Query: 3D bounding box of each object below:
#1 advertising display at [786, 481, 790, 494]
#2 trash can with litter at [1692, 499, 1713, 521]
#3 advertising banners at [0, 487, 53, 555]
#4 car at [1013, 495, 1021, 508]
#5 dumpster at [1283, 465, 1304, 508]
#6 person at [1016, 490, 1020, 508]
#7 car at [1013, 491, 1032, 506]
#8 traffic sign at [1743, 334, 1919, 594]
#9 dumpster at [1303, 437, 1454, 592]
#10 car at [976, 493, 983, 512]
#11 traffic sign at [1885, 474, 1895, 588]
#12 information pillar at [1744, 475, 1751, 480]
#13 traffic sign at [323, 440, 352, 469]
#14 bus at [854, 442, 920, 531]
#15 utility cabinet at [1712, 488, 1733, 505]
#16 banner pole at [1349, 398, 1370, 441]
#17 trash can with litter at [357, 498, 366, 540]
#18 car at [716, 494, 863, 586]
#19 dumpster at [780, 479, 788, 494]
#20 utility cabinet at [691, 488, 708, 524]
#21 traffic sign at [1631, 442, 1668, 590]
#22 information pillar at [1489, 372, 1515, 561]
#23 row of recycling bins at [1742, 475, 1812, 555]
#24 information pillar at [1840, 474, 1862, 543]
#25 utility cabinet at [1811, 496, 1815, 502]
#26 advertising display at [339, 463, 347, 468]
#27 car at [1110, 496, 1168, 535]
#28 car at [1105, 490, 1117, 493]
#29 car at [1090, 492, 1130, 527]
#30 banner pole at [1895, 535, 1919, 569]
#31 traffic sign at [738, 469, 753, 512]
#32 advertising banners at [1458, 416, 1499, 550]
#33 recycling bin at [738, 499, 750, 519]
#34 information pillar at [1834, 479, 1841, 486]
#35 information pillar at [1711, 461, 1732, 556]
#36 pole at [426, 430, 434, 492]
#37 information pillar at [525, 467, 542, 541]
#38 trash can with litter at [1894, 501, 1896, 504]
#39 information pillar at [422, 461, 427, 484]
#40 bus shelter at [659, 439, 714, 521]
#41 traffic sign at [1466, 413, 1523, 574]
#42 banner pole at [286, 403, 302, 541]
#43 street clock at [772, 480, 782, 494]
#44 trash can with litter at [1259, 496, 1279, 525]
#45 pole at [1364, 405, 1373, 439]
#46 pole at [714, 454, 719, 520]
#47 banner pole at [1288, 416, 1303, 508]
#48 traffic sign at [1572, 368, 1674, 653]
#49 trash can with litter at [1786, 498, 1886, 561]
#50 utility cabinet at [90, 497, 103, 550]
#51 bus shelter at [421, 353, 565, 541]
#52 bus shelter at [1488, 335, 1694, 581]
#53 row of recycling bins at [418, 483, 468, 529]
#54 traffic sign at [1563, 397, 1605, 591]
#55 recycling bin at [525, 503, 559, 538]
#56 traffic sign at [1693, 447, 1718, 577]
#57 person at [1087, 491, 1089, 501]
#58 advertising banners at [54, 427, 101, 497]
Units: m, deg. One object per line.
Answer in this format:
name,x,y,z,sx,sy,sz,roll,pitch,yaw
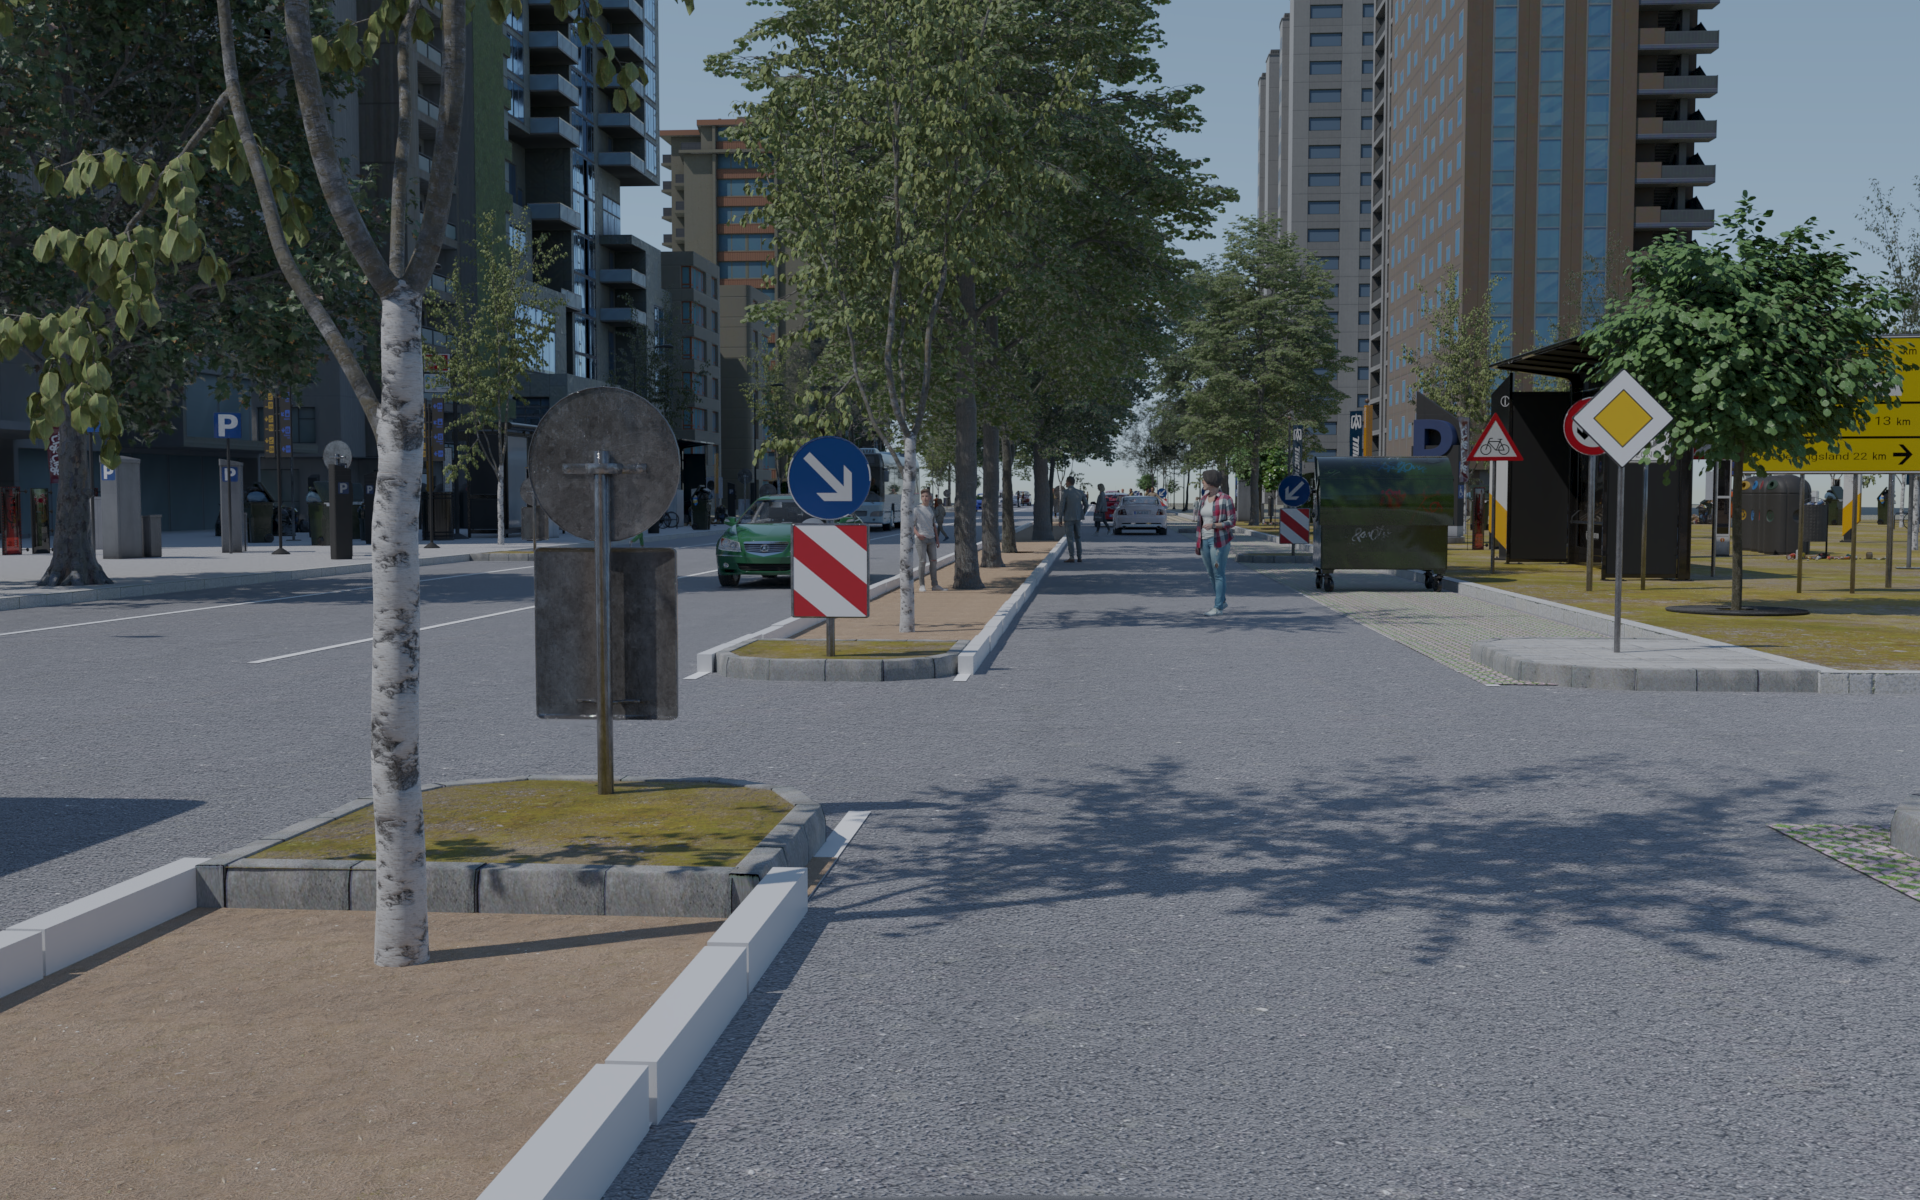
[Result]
advertising display,-8.391,-4.939,85.960,0.123,1.923,0.974,1,4,16
trash can with litter,35.576,-4.384,83.066,1.055,1.170,0.624,0,4,2
advertising banners,-19.951,-2.460,36.413,0.090,3.025,2.074,1,4,18
car,5.577,-10.627,186.108,2.083,1.381,4.827,0,4,3
dumpster,11.516,-3.326,56.868,1.502,2.255,1.985,0,4,4
person,6.108,-10.653,182.689,0.705,1.822,1.348,0,4,2
car,7.524,-12.281,209.462,2.281,1.827,5.304,0,4,6
traffic sign,11.184,-1.737,22.271,2.265,3.308,0.079,1,4,9
dumpster,6.182,-1.259,25.536,1.985,2.255,1.502,0,4,6
car,1.955,-7.940,139.405,1.945,1.707,3.694,0,4,4
traffic sign,12.702,-1.438,23.620,0.768,2.556,0.104,1,4,8
information pillar,35.887,-5.354,78.889,0.504,3.616,0.183,-3,4,-38
traffic sign,-14.750,-2.502,41.014,0.768,2.556,0.104,1,4,13
bus,-3.635,-4.617,70.354,2.948,3.499,13.247,0,4,5
utility cabinet,29.958,-3.594,67.442,1.173,1.500,0.318,0,4,3
banner pole,10.535,-3.401,45.626,0.401,3.779,0.863,-2,4,-31
trash can with litter,-16.050,-2.224,47.744,1.055,1.170,0.624,-1,4,-20
car,-2.660,-1.011,28.327,2.131,1.459,4.920,0,4,7
dumpster,-8.534,-5.264,88.565,1.502,2.255,1.985,0,4,5
utility cabinet,-11.285,-4.066,75.158,0.318,1.500,1.173,1,4,11
traffic sign,9.110,-1.279,23.037,0.606,2.300,0.079,1,4,9
information pillar,10.484,-2.577,33.495,0.183,3.616,0.504,-3,4,-37
row of recycling bins,17.884,-1.894,38.078,1.069,1.692,3.534,1,4,12
information pillar,23.582,-3.327,45.754,0.183,3.616,0.504,-2,4,-29
utility cabinet,28.700,-2.927,59.017,0.306,1.237,1.020,0,4,-6
advertising display,-12.783,-1.879,35.934,0.123,1.923,0.974,-1,4,-17
car,6.433,-3.043,62.116,2.083,1.381,4.827,0,4,4
car,15.673,-10.374,178.292,2.281,1.827,5.304,0,4,3
car,6.820,-4.115,76.318,2.155,1.783,4.494,0,4,4
banner pole,16.394,-2.427,29.702,0.401,3.779,0.863,3,5,42
traffic sign,-10.717,-5.272,86.303,0.768,2.556,0.104,1,4,9
advertising banners,11.915,-2.661,39.692,2.074,3.025,0.090,-3,5,-44
recycling bin,-10.986,-4.676,89.006,0.722,1.027,0.722,-1,4,-15
information pillar,42.329,-4.843,83.678,0.304,2.012,0.304,1,4,18
information pillar,15.736,-1.914,35.780,0.304,2.012,0.304,1,4,11
pole,-16.787,-3.732,54.860,0.158,3.312,0.155,0,3,0
information pillar,-11.652,-2.621,47.347,0.304,2.012,0.304,2,4,30
trash can with litter,45.523,-4.496,84.903,0.624,1.170,1.055,2,4,30
information pillar,-22.256,-4.916,71.735,0.183,3.616,0.504,2,4,32
bus shelter,-12.408,-5.226,76.728,1.731,3.624,6.357,0,4,5
traffic sign,8.590,-1.704,27.869,0.884,2.594,0.081,1,4,11
banner pole,-18.227,-3.500,47.248,0.401,3.779,0.863,-1,4,-19
street clock,-9.183,-5.048,87.103,0.471,2.002,0.358,-1,4,-17
trash can with litter,13.002,-3.801,73.210,1.678,1.210,2.233,1,4,15
pole,9.362,-2.811,39.798,0.158,3.312,0.155,0,3,0
pole,-12.250,-5.705,87.117,0.158,3.312,0.155,0,3,0
banner pole,10.657,-3.992,55.289,0.401,3.779,0.863,-2,4,-29
traffic sign,5.313,-0.631,13.951,0.795,2.450,0.064,0,4,5
trash can with litter,17.199,-1.402,33.979,2.233,1.210,1.678,0,4,6
utility cabinet,-19.656,-1.781,40.273,1.020,1.237,0.306,-3,4,-39
bus shelter,-13.930,-4.538,51.824,2.179,5.291,8.768,0,4,5
bus shelter,10.247,-2.278,28.527,1.731,3.624,6.357,0,4,4
row of recycling bins,-18.569,-3.472,63.876,3.534,1.692,1.069,-3,4,-37
traffic sign,8.306,-1.387,22.784,0.768,2.556,0.104,0,4,6
recycling bin,-12.201,-2.326,50.586,0.722,1.027,0.722,1,4,18
traffic sign,11.698,-1.641,26.836,0.884,2.594,0.081,1,4,14
person,17.859,-14.332,242.925,0.705,1.812,1.348,0,4,-6
advertising banners,-22.166,-2.928,44.066,2.074,3.025,0.090,-1,4,-11
